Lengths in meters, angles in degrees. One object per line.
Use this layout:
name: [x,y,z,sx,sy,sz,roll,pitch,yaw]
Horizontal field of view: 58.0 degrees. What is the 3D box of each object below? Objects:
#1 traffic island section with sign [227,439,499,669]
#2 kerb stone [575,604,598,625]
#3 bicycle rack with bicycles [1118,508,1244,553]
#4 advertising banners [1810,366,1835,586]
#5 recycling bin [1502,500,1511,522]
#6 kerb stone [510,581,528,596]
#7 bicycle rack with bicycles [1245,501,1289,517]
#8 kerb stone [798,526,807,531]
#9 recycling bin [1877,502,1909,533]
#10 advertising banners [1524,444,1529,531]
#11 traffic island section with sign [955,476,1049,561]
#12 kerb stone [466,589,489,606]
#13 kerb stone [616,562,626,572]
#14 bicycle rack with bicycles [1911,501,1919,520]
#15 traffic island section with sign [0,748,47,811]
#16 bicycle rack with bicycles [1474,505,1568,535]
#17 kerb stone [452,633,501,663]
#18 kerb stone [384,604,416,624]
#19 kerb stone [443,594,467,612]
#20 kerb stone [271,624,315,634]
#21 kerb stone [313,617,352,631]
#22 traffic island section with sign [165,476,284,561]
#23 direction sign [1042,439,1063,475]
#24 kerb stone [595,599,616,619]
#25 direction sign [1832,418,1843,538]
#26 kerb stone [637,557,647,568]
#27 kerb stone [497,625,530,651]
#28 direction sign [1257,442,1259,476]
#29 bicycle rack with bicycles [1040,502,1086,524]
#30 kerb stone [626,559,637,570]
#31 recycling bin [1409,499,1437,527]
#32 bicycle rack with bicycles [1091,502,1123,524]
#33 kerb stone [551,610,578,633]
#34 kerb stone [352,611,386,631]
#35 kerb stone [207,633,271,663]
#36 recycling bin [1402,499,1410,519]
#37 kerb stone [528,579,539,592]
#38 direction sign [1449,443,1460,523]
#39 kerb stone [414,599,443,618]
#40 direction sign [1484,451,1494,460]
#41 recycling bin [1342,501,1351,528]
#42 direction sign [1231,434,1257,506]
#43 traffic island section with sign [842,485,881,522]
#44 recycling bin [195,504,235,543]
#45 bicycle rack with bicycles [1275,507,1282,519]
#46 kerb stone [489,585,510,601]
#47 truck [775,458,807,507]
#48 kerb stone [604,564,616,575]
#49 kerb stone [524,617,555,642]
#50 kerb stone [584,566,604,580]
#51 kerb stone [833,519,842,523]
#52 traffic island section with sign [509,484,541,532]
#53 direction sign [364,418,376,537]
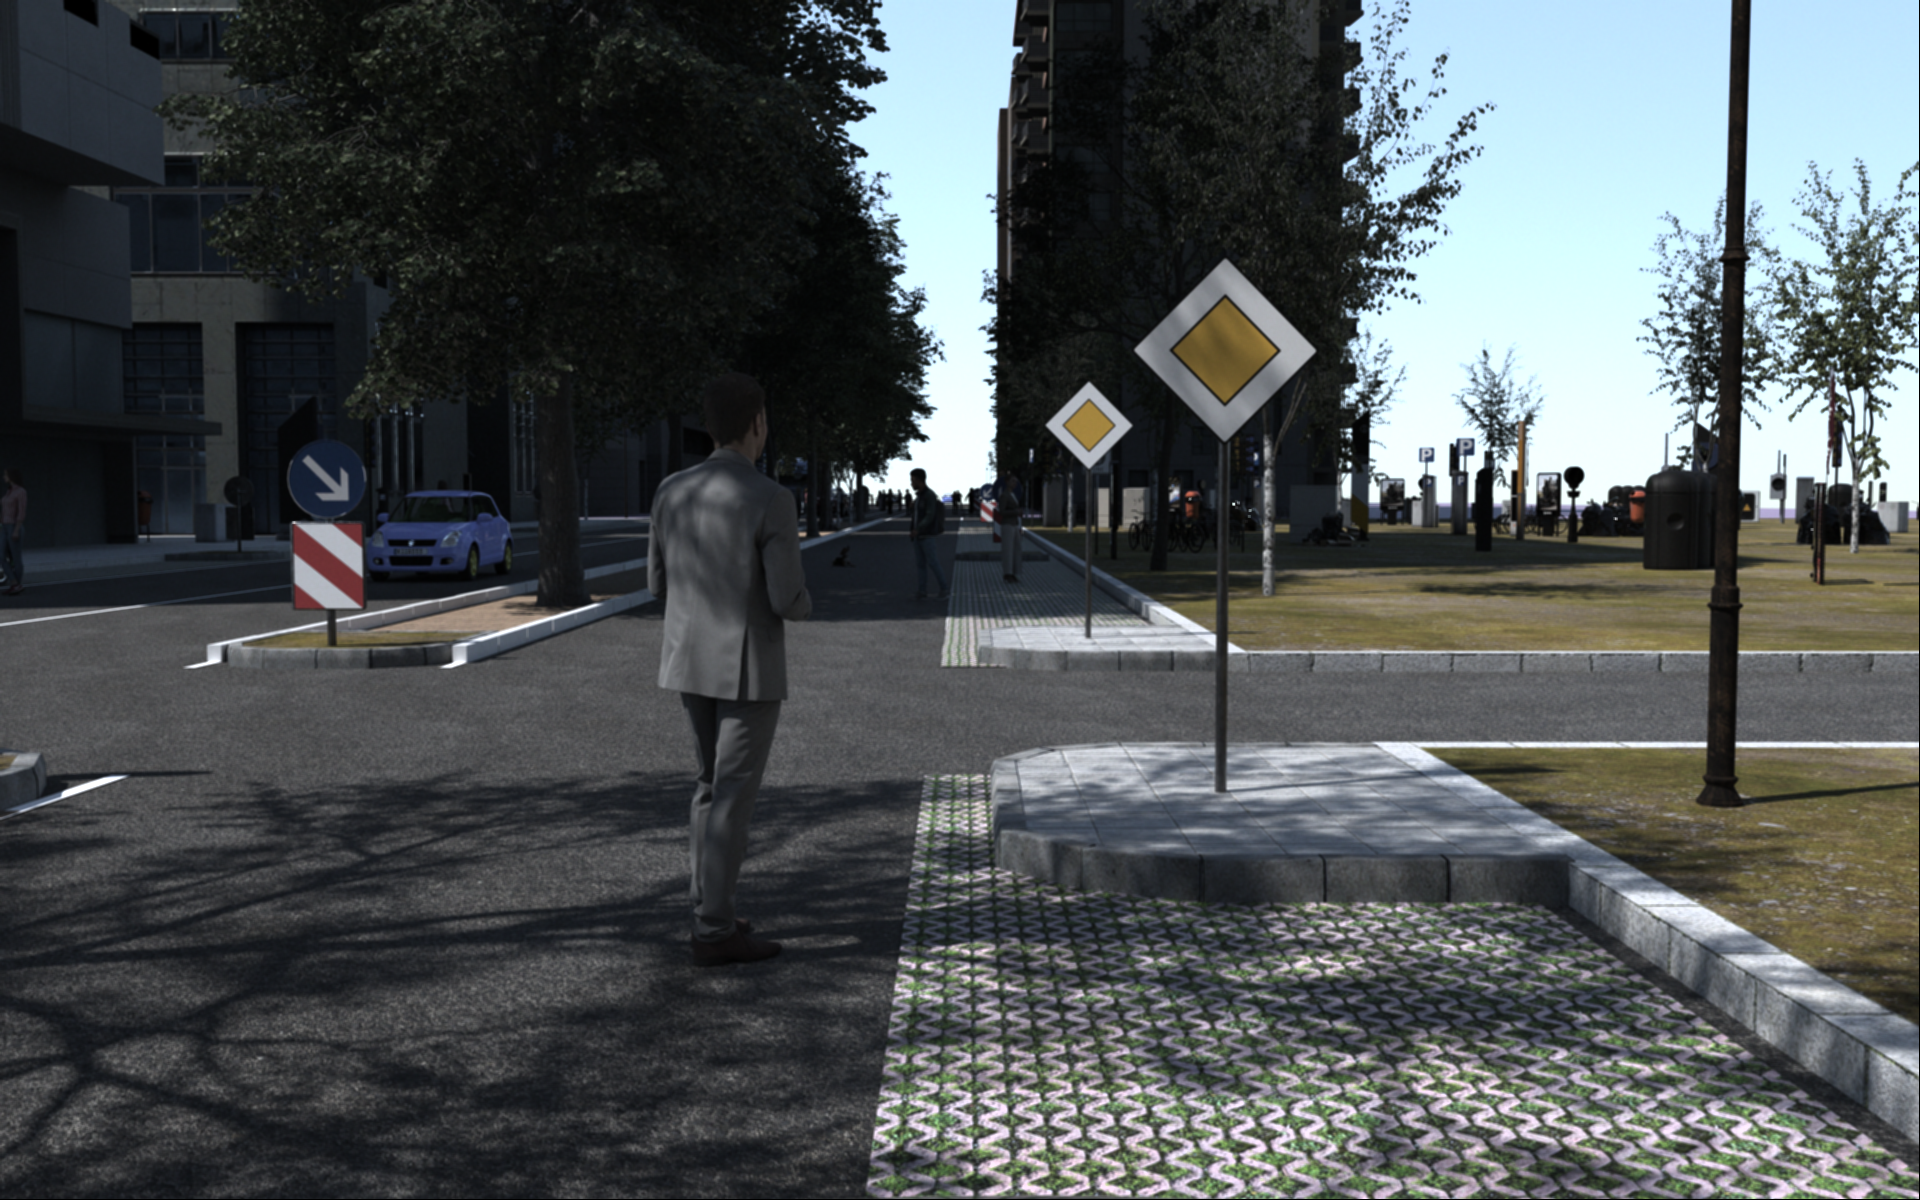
traffic island section with sign: [-5.287,-0.428,15.134,2.006,1.907,1.989,0,4,0]
kerb stone: [-4.221,0.182,19.273,0.120,0.150,1.000,0,4,0]
bicycle rack with bicycles: [5.155,-1.555,38.807,2.852,0.926,2.925,0,4,-5]
advertising banners: [12.255,-1.737,24.595,0.090,3.025,2.074,1,4,22]
recycling bin: [22.893,-3.630,71.903,0.722,1.027,0.722,1,4,20]
kerb stone: [-6.314,-0.137,24.443,0.120,0.150,1.000,0,4,0]
bicycle rack with bicycles: [15.507,-4.652,89.447,2.925,0.926,2.852,-1,4,-20]
kerb stone: [-6.195,-2.825,68.501,0.120,0.150,1.000,0,4,0]
recycling bin: [30.965,-2.749,57.502,0.722,1.027,0.722,-2,4,-35]
advertising banners: [19.520,-3.898,59.920,0.090,3.025,2.074,2,4,26]
traffic island section with sign: [0.899,-1.771,37.584,1.989,1.847,2.006,0,4,0]
kerb stone: [-6.317,-0.012,22.394,0.120,0.150,1.000,0,4,0]
kerb stone: [-6.298,-0.574,31.618,0.120,0.150,1.000,0,4,0]
bicycle rack with bicycles: [47.606,-4.332,84.205,2.852,0.926,2.925,3,4,39]
traffic island section with sign: [-5.315,0.025,7.727,2.006,1.907,1.989,0,4,0]
bicycle rack with bicycles: [18.002,-2.577,55.512,2.925,0.926,2.852,1,4,16]
kerb stone: [-4.236,0.430,15.161,0.120,0.150,1.000,0,4,0]
kerb stone: [-6.321,0.184,19.317,0.120,0.150,1.000,0,4,0]
kerb stone: [-6.317,0.058,21.372,0.120,0.150,1.000,0,4,0]
kerb stone: [-6.326,0.366,16.248,0.120,0.150,1.000,0,4,0]
kerb stone: [-6.329,0.303,17.270,0.120,0.150,1.000,0,4,0]
traffic island section with sign: [-15.922,-1.782,37.766,1.989,1.847,2.006,0,4,0]
direction sign: [3.810,-4.856,71.396,0.876,3.537,0.379,0,4,-4]
kerb stone: [-4.221,0.118,20.295,0.120,0.150,1.000,0,4,0]
direction sign: [25.473,-3.568,50.334,0.379,3.537,0.876,1,4,12]
kerb stone: [-6.286,-0.702,33.672,0.120,0.150,1.000,0,4,0]
kerb stone: [-4.232,0.368,16.186,0.120,0.150,1.000,0,4,0]
direction sign: [12.483,-5.077,75.000,0.876,3.537,0.379,1,4,13]
bicycle rack with bicycles: [5.129,-4.020,79.108,2.852,0.926,2.925,2,4,29]
kerb stone: [-6.287,-0.633,32.650,0.120,0.150,1.000,0,4,0]
recycling bin: [18.240,-3.394,68.042,0.722,1.027,0.722,3,5,41]
bicycle rack with bicycles: [7.198,-3.430,69.462,2.925,0.926,2.852,-2,4,-32]
kerb stone: [-4.224,0.242,18.251,0.120,0.150,1.000,0,4,0]
kerb stone: [-6.324,0.242,18.295,0.120,0.150,1.000,0,4,0]
kerb stone: [-6.336,0.427,15.216,0.120,0.150,1.000,0,4,0]
recycling bin: [23.274,-4.692,89.261,0.722,1.027,0.722,-1,4,-18]
kerb stone: [-6.306,-0.200,25.465,0.120,0.150,1.000,0,4,0]
direction sign: [22.137,-5.234,77.580,0.379,3.537,0.876,3,5,44]
kerb stone: [-6.321,0.113,20.344,0.120,0.150,1.000,0,4,0]
direction sign: [27.637,-6.029,90.578,0.876,3.537,0.379,-3,5,-43]
recycling bin: [14.587,-3.311,66.685,0.722,1.027,0.722,-1,4,-18]
direction sign: [10.670,-4.494,65.467,0.876,3.537,0.379,0,4,5]
traffic island section with sign: [-5.107,-5.024,90.272,2.006,1.907,1.989,0,4,0]
recycling bin: [-19.841,-2.053,46.117,0.722,1.027,0.722,1,4,19]
bicycle rack with bicycles: [5.913,-1.823,43.193,2.925,0.926,2.852,-3,5,-41]
kerb stone: [-6.313,-0.075,23.417,0.120,0.150,1.000,0,4,0]
truck: [-12.357,-8.885,135.034,2.967,4.110,18.799,0,4,-2]
kerb stone: [-6.290,-0.514,30.596,0.120,0.150,1.000,0,4,0]
kerb stone: [-4.230,0.305,17.215,0.120,0.150,1.000,0,4,0]
kerb stone: [-6.293,-0.451,29.574,0.120,0.150,1.000,0,4,0]
kerb stone: [-6.153,-3.960,86.938,0.120,0.150,1.000,0,4,0]
traffic island section with sign: [-15.849,-3.469,65.338,1.989,1.847,2.006,0,4,0]
direction sign: [-17.446,-3.624,51.250,0.379,3.537,0.876,0,3,0]
